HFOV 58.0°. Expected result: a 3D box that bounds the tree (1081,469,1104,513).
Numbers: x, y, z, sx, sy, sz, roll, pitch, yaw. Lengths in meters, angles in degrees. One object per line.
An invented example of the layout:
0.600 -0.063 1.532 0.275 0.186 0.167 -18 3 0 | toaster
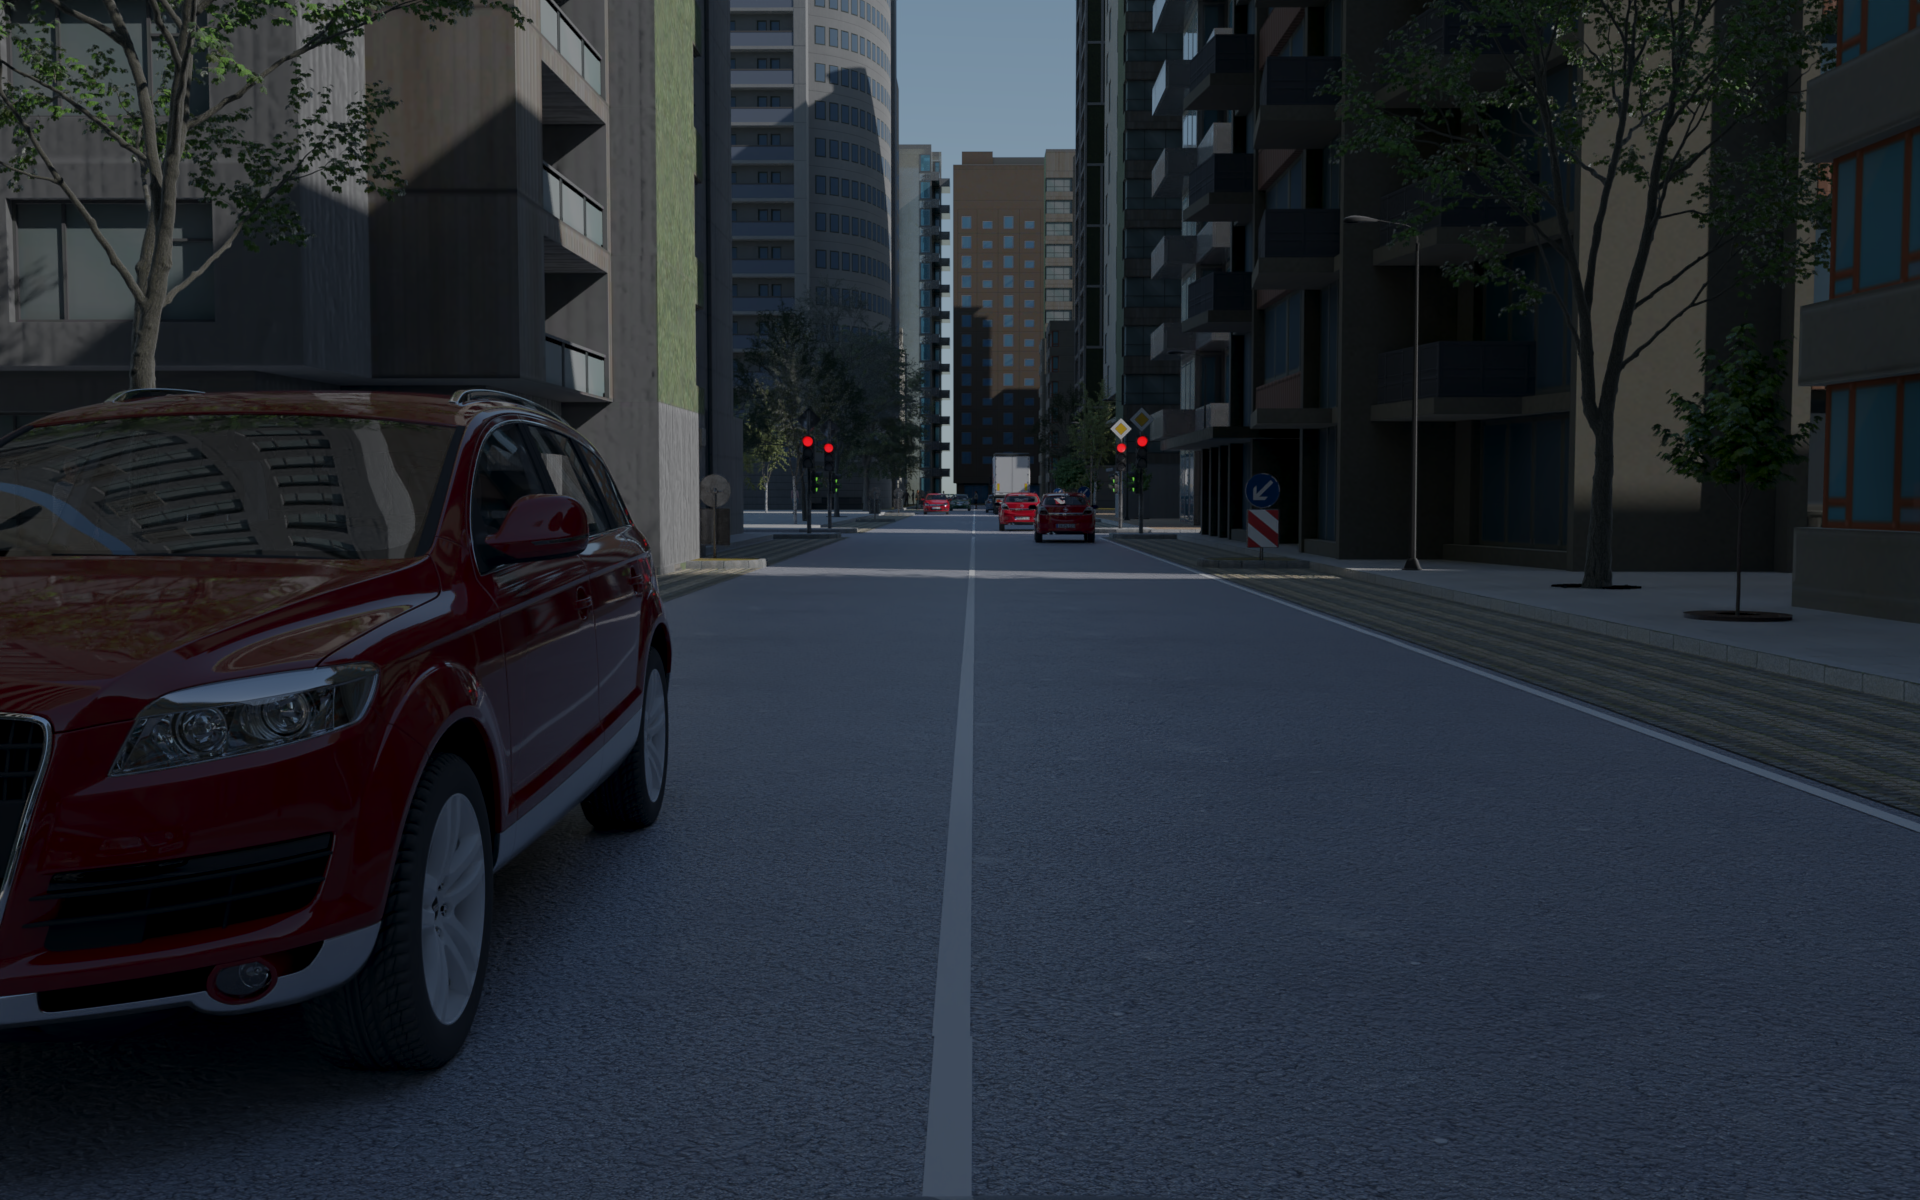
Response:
9.153 -7.643 119.558 1.663 3.219 1.824 0 3 0 | tree

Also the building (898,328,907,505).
-21.152 -21.854 202.345 28.899 21.520 27.650 0 4 1 | building

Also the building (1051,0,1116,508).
19.225 -44.123 159.666 20.563 71.187 20.611 0 4 1 | building

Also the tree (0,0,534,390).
-7.505 -5.518 15.971 9.928 11.665 9.643 0 3 0 | tree

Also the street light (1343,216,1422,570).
7.092 -3.458 29.074 1.470 5.913 1.316 0 4 1 | street light

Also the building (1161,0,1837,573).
17.107 -23.616 40.754 22.147 44.769 28.867 0 4 1 | building

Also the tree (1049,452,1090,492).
8.621 -9.307 135.883 4.285 4.588 4.351 0 3 0 | tree

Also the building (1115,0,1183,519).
15.605 -19.877 96.687 14.160 30.474 14.107 0 4 1 | building

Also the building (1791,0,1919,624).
23.199 -9.759 4.594 27.650 21.520 28.899 0 4 1 | building

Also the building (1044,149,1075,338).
16.991 -32.071 207.948 14.154 41.232 14.086 0 4 1 | building

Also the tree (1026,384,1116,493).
9.816 -12.909 145.468 8.767 10.594 7.601 0 4 -1 | tree

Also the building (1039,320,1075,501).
22.863 -20.905 186.842 27.650 21.520 28.899 0 4 1 | building

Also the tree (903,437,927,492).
-5.622 -14.425 186.204 4.360 8.622 3.978 0 3 0 | tree

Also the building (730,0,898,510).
-16.675 -37.353 152.719 21.231 58.520 28.212 0 4 1 | building

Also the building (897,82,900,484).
-13.313 -32.058 174.259 14.600 45.320 14.200 0 4 1 | building

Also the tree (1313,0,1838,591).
8.615 -5.954 23.103 9.928 11.665 9.643 0 3 0 | tree

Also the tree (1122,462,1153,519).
9.051 -5.745 88.533 1.663 3.219 1.824 0 3 0 | tree

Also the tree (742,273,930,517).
-6.886 -11.356 96.039 12.009 13.543 11.850 0 3 0 | tree

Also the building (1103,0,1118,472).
24.766 -32.748 124.675 28.713 52.752 27.495 0 4 1 | building

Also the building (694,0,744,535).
-17.505 -37.089 44.659 20.611 71.187 20.563 0 4 1 | building

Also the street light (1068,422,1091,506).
7.884 -8.506 111.609 1.470 5.913 1.316 0 4 1 | street light

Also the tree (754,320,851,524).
-6.897 -7.512 73.184 4.360 8.622 3.978 0 3 0 | tree

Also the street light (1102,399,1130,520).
7.627 -6.847 84.494 1.470 5.913 1.316 0 4 1 | street light

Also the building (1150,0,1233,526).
23.478 -27.758 73.451 30.456 49.044 23.786 0 4 1 | building

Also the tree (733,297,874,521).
-7.554 -9.022 81.925 7.601 10.594 8.767 3 5 43 | tree

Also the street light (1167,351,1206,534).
7.400 -5.116 56.188 1.470 5.913 1.316 0 4 1 | street light

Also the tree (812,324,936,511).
-6.917 -13.678 130.291 9.857 13.997 8.962 0 3 0 | tree

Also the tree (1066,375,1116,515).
8.430 -9.641 107.999 4.737 8.622 4.395 0 3 0 | tree

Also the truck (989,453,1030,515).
3.580 -8.267 124.073 2.839 4.237 11.283 0 4 0 | truck

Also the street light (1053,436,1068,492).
8.116 -10.164 138.724 1.470 5.913 1.316 0 4 1 | street light

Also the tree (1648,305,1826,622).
8.147 -1.419 17.802 1.663 3.219 1.824 0 3 0 | tree

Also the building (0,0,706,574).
-12.276 -21.029 27.412 14.154 41.232 14.086 0 4 1 | building

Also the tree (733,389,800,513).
-13.171 -10.325 119.169 4.737 8.622 4.395 0 3 0 | tree
